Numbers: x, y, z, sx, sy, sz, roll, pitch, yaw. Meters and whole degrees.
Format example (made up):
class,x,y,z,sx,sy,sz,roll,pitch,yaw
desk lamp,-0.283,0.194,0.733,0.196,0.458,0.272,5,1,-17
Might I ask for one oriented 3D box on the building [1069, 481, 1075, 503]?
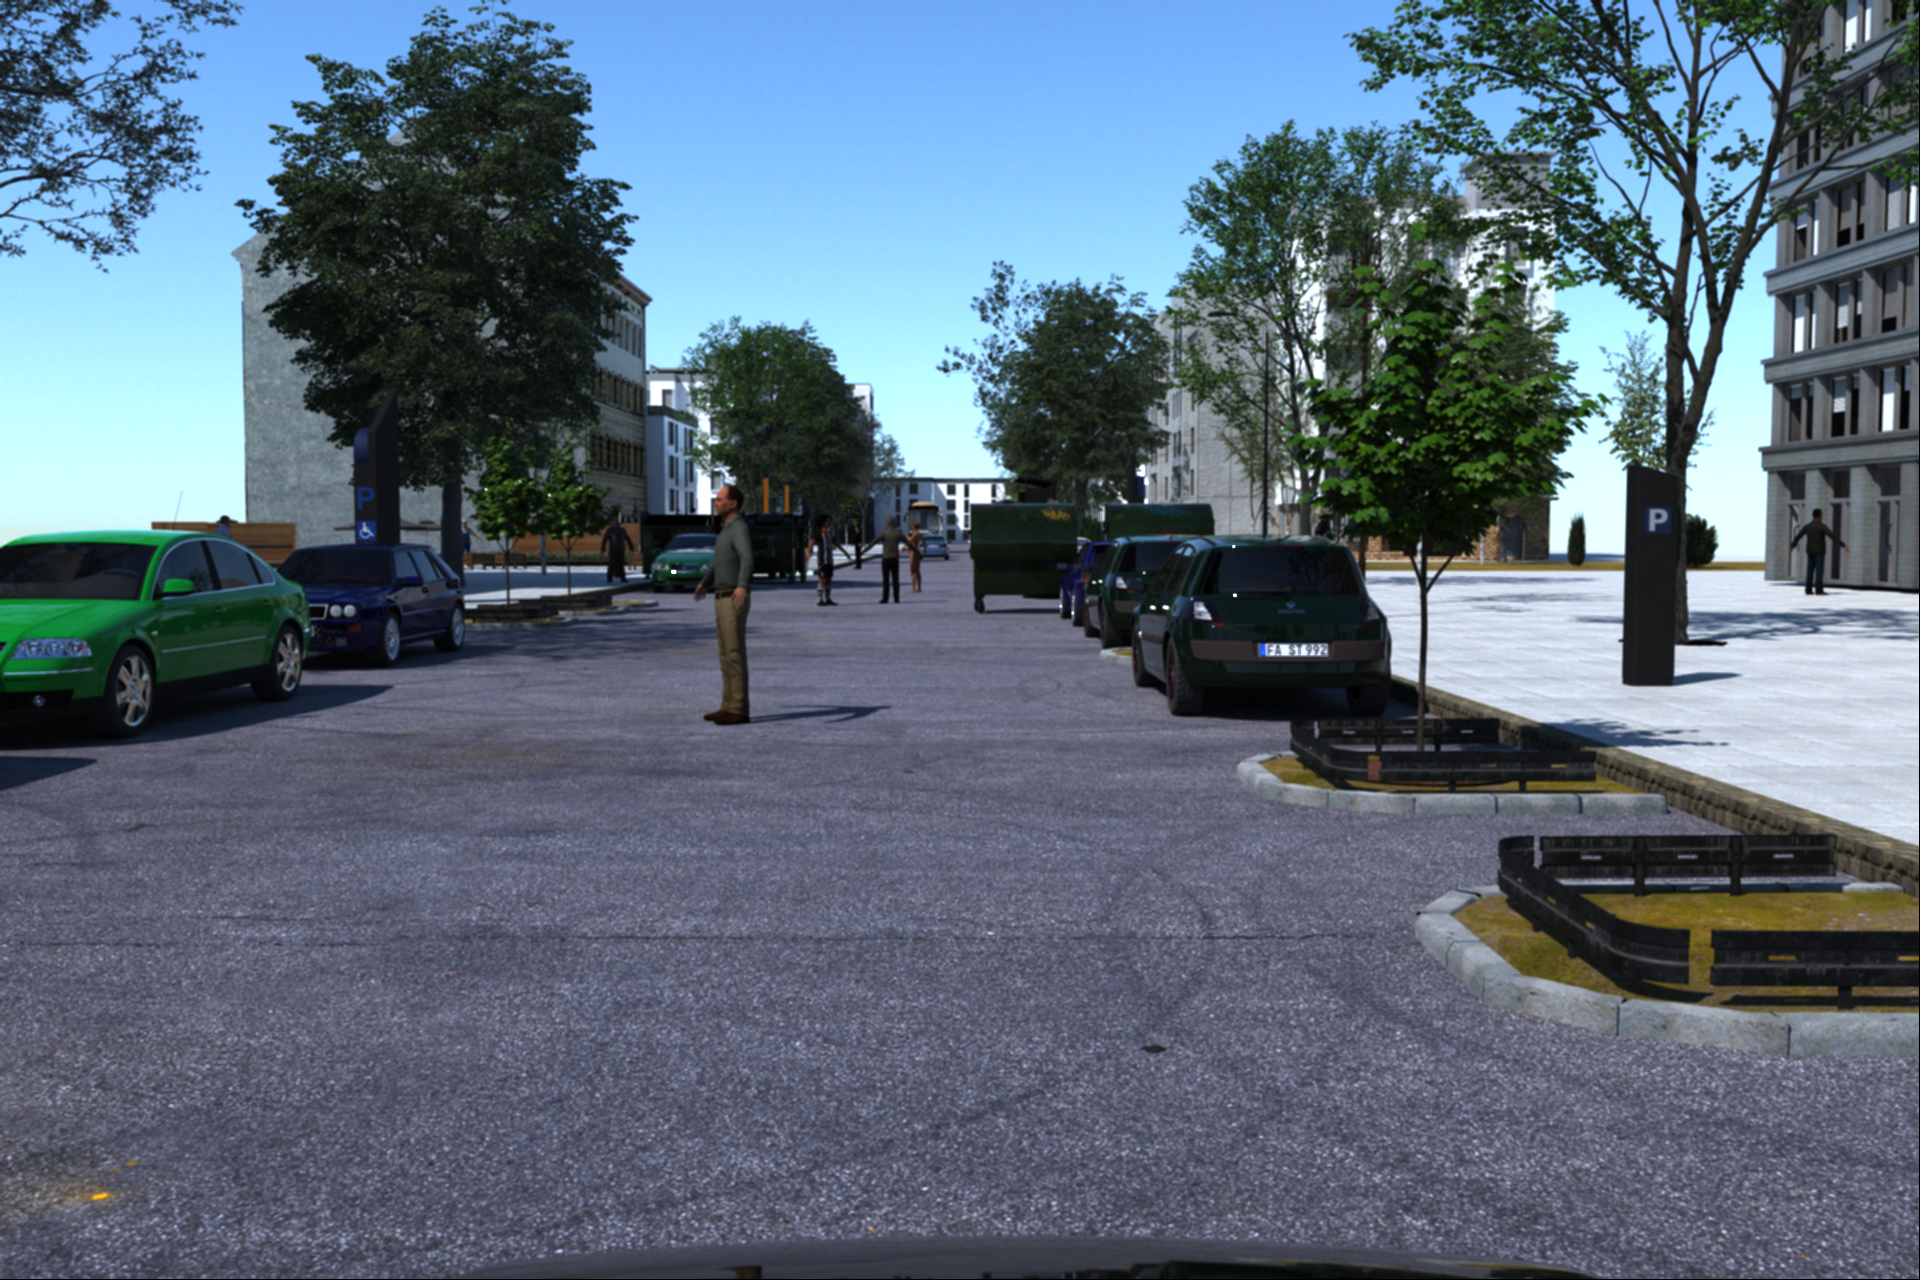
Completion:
class,x,y,z,sx,sy,sz,roll,pitch,yaw
building,24.329,-24.420,230.188,19.493,23.208,18.063,0,4,0

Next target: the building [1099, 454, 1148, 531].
class,x,y,z,sx,sy,sz,roll,pitch,yaw
building,20.416,-14.951,186.602,9.099,9.664,28.070,0,4,0

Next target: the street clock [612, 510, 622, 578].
class,x,y,z,sx,sy,sz,roll,pitch,yaw
street clock,-10.036,-2.821,50.693,0.358,2.002,0.471,0,4,0

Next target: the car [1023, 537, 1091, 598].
class,x,y,z,sx,sy,sz,roll,pitch,yaw
car,2.309,-1.702,40.182,2.083,1.381,4.827,0,4,-1

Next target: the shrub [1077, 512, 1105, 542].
class,x,y,z,sx,sy,sz,roll,pitch,yaw
shrub,4.712,-3.615,63.147,1.661,2.075,1.752,0,3,0

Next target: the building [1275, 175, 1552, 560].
class,x,y,z,sx,sy,sz,roll,pitch,yaw
building,23.213,-14.770,97.904,16.016,20.090,11.380,0,4,0

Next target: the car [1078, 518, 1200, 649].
class,x,y,z,sx,sy,sz,roll,pitch,yaw
car,2.595,-0.799,22.854,2.009,1.686,4.222,0,4,-1

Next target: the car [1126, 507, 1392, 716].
class,x,y,z,sx,sy,sz,roll,pitch,yaw
car,2.501,-0.323,15.067,2.009,1.686,4.222,0,4,0

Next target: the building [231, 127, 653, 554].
class,x,y,z,sx,sy,sz,roll,pitch,yaw
building,-29.434,-16.600,102.346,19.493,23.208,18.063,0,4,0

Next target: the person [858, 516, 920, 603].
class,x,y,z,sx,sy,sz,roll,pitch,yaw
person,-1.449,-1.672,35.929,1.348,1.813,0.705,-1,4,-19

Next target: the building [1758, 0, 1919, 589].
class,x,y,z,sx,sy,sz,roll,pitch,yaw
building,24.472,-11.556,35.620,8.464,21.280,15.925,0,4,0

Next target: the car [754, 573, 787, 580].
class,x,y,z,sx,sy,sz,roll,pitch,yaw
car,-6.580,-2.854,55.453,1.959,1.807,4.718,0,4,1

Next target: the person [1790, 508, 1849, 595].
class,x,y,z,sx,sy,sz,roll,pitch,yaw
person,18.074,-1.863,36.529,0.705,1.821,1.348,-2,4,-28

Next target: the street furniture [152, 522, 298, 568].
class,x,y,z,sx,sy,sz,roll,pitch,yaw
street furniture,-29.524,-3.716,67.614,11.010,1.723,9.812,-1,4,-17

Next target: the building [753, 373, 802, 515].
class,x,y,z,sx,sy,sz,roll,pitch,yaw
building,-24.435,-20.974,199.342,16.016,20.090,11.380,0,4,1

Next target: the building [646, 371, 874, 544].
class,x,y,z,sx,sy,sz,roll,pitch,yaw
building,-26.084,-23.788,232.903,27.936,21.610,32.646,0,4,-1

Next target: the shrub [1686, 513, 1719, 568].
class,x,y,z,sx,sy,sz,roll,pitch,yaw
shrub,28.032,-3.793,66.063,1.661,2.075,1.752,0,3,0

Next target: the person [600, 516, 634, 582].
class,x,y,z,sx,sy,sz,roll,pitch,yaw
person,-9.065,-2.405,45.923,0.990,1.755,0.434,-2,4,-34

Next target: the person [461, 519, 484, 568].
class,x,y,z,sx,sy,sz,roll,pitch,yaw
person,-18.698,-3.644,65.443,1.347,1.847,0.705,-1,4,-20

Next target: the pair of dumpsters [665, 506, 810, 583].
class,x,y,z,sx,sy,sz,roll,pitch,yaw
pair of dumpsters,-6.686,-2.845,51.460,4.436,2.255,1.574,0,3,0

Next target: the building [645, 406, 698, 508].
class,x,y,z,sx,sy,sz,roll,pitch,yaw
building,-23.743,-11.317,127.181,9.099,9.664,28.070,0,3,0

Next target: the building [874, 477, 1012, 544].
class,x,y,z,sx,sy,sz,roll,pitch,yaw
building,-3.986,-19.060,256.237,28.070,9.664,9.099,0,4,1

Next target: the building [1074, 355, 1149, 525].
class,x,y,z,sx,sy,sz,roll,pitch,yaw
building,23.572,-23.144,209.331,19.493,23.208,18.063,0,4,1

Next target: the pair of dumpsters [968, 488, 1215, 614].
class,x,y,z,sx,sy,sz,roll,pitch,yaw
pair of dumpsters,2.368,-1.630,31.604,4.436,2.255,1.574,0,4,-1

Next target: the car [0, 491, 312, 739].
class,x,y,z,sx,sy,sz,roll,pitch,yaw
car,-6.662,-0.290,13.533,1.959,1.807,4.718,0,4,0

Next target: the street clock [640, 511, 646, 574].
class,x,y,z,sx,sy,sz,roll,pitch,yaw
street clock,-10.038,-3.100,55.254,0.358,2.002,0.471,0,4,1

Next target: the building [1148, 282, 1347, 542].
class,x,y,z,sx,sy,sz,roll,pitch,yaw
building,24.181,-16.134,130.243,16.747,18.905,31.486,0,4,0

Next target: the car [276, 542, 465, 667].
class,x,y,z,sx,sy,sz,roll,pitch,yaw
car,-6.980,-0.446,19.876,1.945,1.354,3.894,0,4,0

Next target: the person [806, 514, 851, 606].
class,x,y,z,sx,sy,sz,roll,pitch,yaw
person,-2.672,-1.590,34.594,0.704,1.843,1.345,2,4,35

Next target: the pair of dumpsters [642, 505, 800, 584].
class,x,y,z,sx,sy,sz,roll,pitch,yaw
pair of dumpsters,-6.862,-2.742,49.777,4.436,2.255,1.574,0,4,0

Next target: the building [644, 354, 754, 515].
class,x,y,z,sx,sy,sz,roll,pitch,yaw
building,-28.270,-19.957,182.722,16.016,20.090,11.380,0,4,0

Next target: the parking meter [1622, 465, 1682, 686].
class,x,y,z,sx,sy,sz,roll,pitch,yaw
parking meter,5.860,-0.548,14.666,0.399,1.863,0.255,0,4,0

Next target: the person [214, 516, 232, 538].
class,x,y,z,sx,sy,sz,roll,pitch,yaw
person,-17.025,-2.032,40.205,0.756,1.711,0.436,3,5,44

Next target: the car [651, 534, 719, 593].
class,x,y,z,sx,sy,sz,roll,pitch,yaw
car,-6.587,-1.959,43.830,2.131,1.459,4.920,0,4,0

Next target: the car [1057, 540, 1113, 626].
class,x,y,z,sx,sy,sz,roll,pitch,yaw
car,2.579,-0.955,28.202,1.945,1.354,3.894,0,4,-1

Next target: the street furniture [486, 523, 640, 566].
class,x,y,z,sx,sy,sz,roll,pitch,yaw
street furniture,-17.381,-3.982,71.962,9.812,1.723,11.010,-1,4,-9

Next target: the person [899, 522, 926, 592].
class,x,y,z,sx,sy,sz,roll,pitch,yaw
person,-1.164,-2.047,42.723,0.721,1.733,1.217,2,4,31

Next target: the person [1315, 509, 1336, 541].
class,x,y,z,sx,sy,sz,roll,pitch,yaw
person,7.828,-1.905,37.015,0.704,1.845,1.351,2,4,29

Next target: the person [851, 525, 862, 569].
class,x,y,z,sx,sy,sz,roll,pitch,yaw
person,-4.192,-3.805,70.847,0.705,1.806,1.347,-1,4,-17

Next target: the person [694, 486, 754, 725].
class,x,y,z,sx,sy,sz,roll,pitch,yaw
person,-1.761,-0.270,13.147,0.705,1.796,1.348,-1,4,-21

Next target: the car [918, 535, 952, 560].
class,x,y,z,sx,sy,sz,roll,pitch,yaw
car,-1.469,-5.110,95.550,2.014,1.417,4.499,0,4,0

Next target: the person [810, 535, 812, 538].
class,x,y,z,sx,sy,sz,roll,pitch,yaw
person,-7.162,-4.390,78.492,1.216,1.740,0.721,-1,4,-14
